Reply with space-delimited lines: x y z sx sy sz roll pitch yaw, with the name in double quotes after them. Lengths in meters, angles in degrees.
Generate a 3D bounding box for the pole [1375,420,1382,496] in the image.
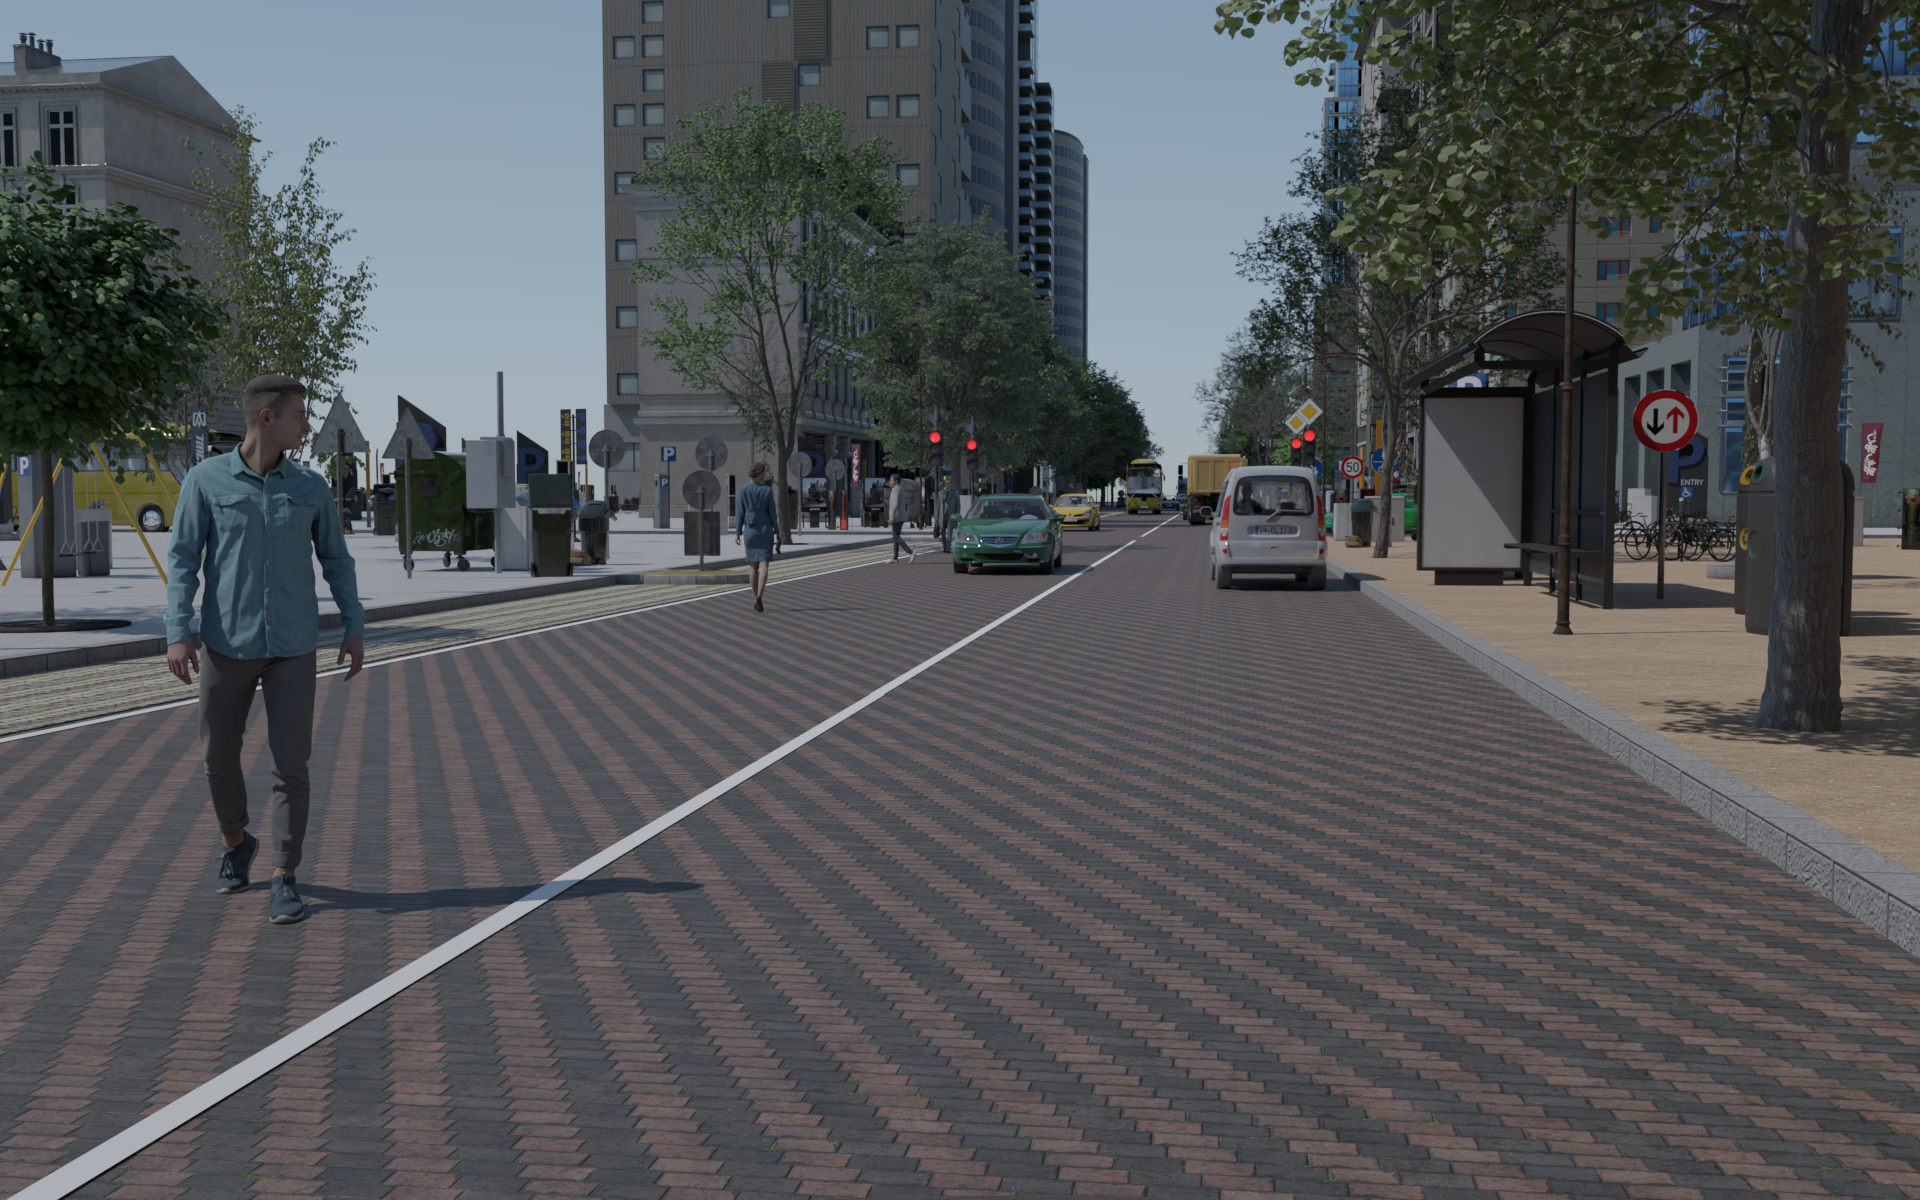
11.527 -3.295 47.715 0.158 3.312 0.155 0 3 0 "pole"

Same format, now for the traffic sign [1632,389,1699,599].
8.578 -1.286 21.137 0.768 2.556 0.104 1 4 12 "traffic sign"

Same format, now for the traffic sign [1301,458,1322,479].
12.402 -3.727 61.038 0.768 2.556 0.104 1 4 9 "traffic sign"

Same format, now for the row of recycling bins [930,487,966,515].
-0.862 -6.171 108.004 1.069 1.692 3.534 3 4 36 "row of recycling bins"

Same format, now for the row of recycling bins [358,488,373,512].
-44.266 -7.273 126.024 1.069 1.692 3.534 3 5 43 "row of recycling bins"

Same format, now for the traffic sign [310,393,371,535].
-7.962 -1.360 22.246 0.884 2.594 0.081 1 4 16 "traffic sign"

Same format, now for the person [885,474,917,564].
-1.202 -1.669 35.634 0.795 1.843 0.661 1 4 21 "person"

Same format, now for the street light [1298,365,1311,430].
12.374 -5.469 62.204 0.468 5.910 1.993 1 4 8 "street light"

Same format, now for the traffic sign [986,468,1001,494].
1.573 -5.093 83.369 0.768 2.556 0.104 1 4 9 "traffic sign"

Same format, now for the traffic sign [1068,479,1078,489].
8.721 -8.094 133.528 0.795 2.450 0.064 1 4 15 "traffic sign"

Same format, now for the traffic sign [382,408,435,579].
-8.334 -1.599 26.149 0.884 2.594 0.081 1 4 13 "traffic sign"

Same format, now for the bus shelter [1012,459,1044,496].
3.703 -7.719 103.829 2.179 5.291 8.768 1 4 8 "bus shelter"

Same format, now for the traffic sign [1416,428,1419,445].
7.577 -1.665 27.321 0.768 2.556 0.104 1 4 11 "traffic sign"

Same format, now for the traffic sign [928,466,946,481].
-0.976 -4.301 70.323 0.884 2.594 0.081 1 4 16 "traffic sign"

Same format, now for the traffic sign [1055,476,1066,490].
7.105 -7.484 122.463 0.768 2.556 0.104 1 4 10 "traffic sign"

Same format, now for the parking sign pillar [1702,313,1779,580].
12.138 -2.310 26.238 1.447 3.967 1.447 1 4 21 "parking sign pillar"

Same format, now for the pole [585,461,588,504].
-22.703 -6.817 105.293 0.158 3.312 0.155 0 3 0 "pole"

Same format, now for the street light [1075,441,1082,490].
9.515 -10.024 136.682 0.468 5.910 1.993 1 4 8 "street light"

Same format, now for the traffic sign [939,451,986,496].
0.116 -5.366 81.615 2.265 3.308 0.079 1 4 13 "traffic sign"

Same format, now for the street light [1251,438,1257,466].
23.427 -10.132 138.441 0.468 5.910 1.993 1 4 8 "street light"

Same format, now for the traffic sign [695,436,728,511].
-5.484 -2.328 38.176 0.768 2.556 0.104 1 4 14 "traffic sign"

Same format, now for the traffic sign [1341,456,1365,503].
13.009 -3.506 57.430 0.768 2.556 0.104 1 4 14 "traffic sign"

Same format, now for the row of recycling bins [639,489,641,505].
-18.325 -5.824 102.329 1.069 1.692 3.534 -1 4 -20 "row of recycling bins"

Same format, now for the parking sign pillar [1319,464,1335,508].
19.210 -6.331 91.979 1.447 3.967 1.447 0 4 3 "parking sign pillar"

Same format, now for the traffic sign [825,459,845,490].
-4.575 -3.867 63.325 0.768 2.556 0.104 1 4 14 "traffic sign"

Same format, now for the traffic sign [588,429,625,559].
-6.965 -2.081 34.126 0.768 2.556 0.104 1 4 11 "traffic sign"

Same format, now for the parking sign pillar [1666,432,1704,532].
23.971 -4.201 57.152 1.447 3.967 1.447 1 4 18 "parking sign pillar"

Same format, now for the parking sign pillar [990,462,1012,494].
2.310 -6.636 96.969 1.447 3.967 1.447 3 5 45 "parking sign pillar"

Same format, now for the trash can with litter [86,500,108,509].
-17.386 -1.400 34.273 1.055 1.170 0.624 0 4 -6 "trash can with litter"

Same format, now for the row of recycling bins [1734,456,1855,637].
8.239 -0.610 17.094 1.069 1.692 3.534 1 4 22 "row of recycling bins"

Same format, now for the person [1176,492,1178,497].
33.855 -15.927 269.614 1.217 1.736 0.721 -1 4 -17 "person"

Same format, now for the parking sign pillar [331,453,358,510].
-31.187 -6.072 87.746 1.447 3.967 1.447 1 4 17 "parking sign pillar"

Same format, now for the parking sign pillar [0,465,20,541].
-26.509 -3.626 47.751 1.447 3.967 1.447 -1 4 -19 "parking sign pillar"

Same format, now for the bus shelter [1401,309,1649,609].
6.845 -1.698 21.689 2.014 3.302 5.546 0 4 8 "bus shelter"

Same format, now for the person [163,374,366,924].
-2.408 0.142 6.045 0.638 1.841 0.748 -1 4 -18 "person"

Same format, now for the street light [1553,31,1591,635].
5.517 -2.623 15.668 0.468 5.910 1.993 1 4 8 "street light"

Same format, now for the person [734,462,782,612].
-2.496 -0.776 21.211 0.581 1.822 0.654 1 4 11 "person"

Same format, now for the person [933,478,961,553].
-0.332 -2.058 42.255 0.694 1.812 0.767 1 4 16 "person"

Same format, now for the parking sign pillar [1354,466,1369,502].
28.147 -8.181 122.226 1.447 3.967 1.447 3 5 43 "parking sign pillar"

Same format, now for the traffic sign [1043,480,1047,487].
5.763 -7.547 123.393 0.884 2.594 0.081 1 4 14 "traffic sign"

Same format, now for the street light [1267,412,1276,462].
17.472 -7.615 97.285 0.468 5.910 1.993 1 4 8 "street light"

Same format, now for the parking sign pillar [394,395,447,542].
-14.602 -3.576 46.933 1.447 3.967 1.447 0 4 4 "parking sign pillar"

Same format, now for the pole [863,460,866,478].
-5.649 -6.641 102.417 0.158 3.312 0.155 0 3 0 "pole"

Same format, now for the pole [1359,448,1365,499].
17.640 -5.027 76.029 0.158 3.312 0.155 0 3 0 "pole"

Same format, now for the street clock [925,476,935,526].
-1.235 -3.925 68.737 0.358 2.002 0.471 3 4 36 "street clock"

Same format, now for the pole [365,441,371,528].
-22.630 -4.427 66.222 0.158 3.312 0.155 0 3 0 "pole"

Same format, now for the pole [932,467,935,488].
-1.958 -8.285 129.300 0.158 3.312 0.155 0 3 0 "pole"

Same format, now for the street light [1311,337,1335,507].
10.599 -4.746 50.387 0.468 5.910 1.993 1 4 8 "street light"

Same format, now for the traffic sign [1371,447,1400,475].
11.473 -2.851 46.716 0.768 2.556 0.104 1 4 17 "traffic sign"

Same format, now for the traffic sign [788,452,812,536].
-4.862 -3.207 52.539 0.768 2.556 0.104 1 4 16 "traffic sign"

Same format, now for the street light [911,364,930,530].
-1.397 -5.446 61.830 0.468 5.910 1.993 1 4 8 "street light"
